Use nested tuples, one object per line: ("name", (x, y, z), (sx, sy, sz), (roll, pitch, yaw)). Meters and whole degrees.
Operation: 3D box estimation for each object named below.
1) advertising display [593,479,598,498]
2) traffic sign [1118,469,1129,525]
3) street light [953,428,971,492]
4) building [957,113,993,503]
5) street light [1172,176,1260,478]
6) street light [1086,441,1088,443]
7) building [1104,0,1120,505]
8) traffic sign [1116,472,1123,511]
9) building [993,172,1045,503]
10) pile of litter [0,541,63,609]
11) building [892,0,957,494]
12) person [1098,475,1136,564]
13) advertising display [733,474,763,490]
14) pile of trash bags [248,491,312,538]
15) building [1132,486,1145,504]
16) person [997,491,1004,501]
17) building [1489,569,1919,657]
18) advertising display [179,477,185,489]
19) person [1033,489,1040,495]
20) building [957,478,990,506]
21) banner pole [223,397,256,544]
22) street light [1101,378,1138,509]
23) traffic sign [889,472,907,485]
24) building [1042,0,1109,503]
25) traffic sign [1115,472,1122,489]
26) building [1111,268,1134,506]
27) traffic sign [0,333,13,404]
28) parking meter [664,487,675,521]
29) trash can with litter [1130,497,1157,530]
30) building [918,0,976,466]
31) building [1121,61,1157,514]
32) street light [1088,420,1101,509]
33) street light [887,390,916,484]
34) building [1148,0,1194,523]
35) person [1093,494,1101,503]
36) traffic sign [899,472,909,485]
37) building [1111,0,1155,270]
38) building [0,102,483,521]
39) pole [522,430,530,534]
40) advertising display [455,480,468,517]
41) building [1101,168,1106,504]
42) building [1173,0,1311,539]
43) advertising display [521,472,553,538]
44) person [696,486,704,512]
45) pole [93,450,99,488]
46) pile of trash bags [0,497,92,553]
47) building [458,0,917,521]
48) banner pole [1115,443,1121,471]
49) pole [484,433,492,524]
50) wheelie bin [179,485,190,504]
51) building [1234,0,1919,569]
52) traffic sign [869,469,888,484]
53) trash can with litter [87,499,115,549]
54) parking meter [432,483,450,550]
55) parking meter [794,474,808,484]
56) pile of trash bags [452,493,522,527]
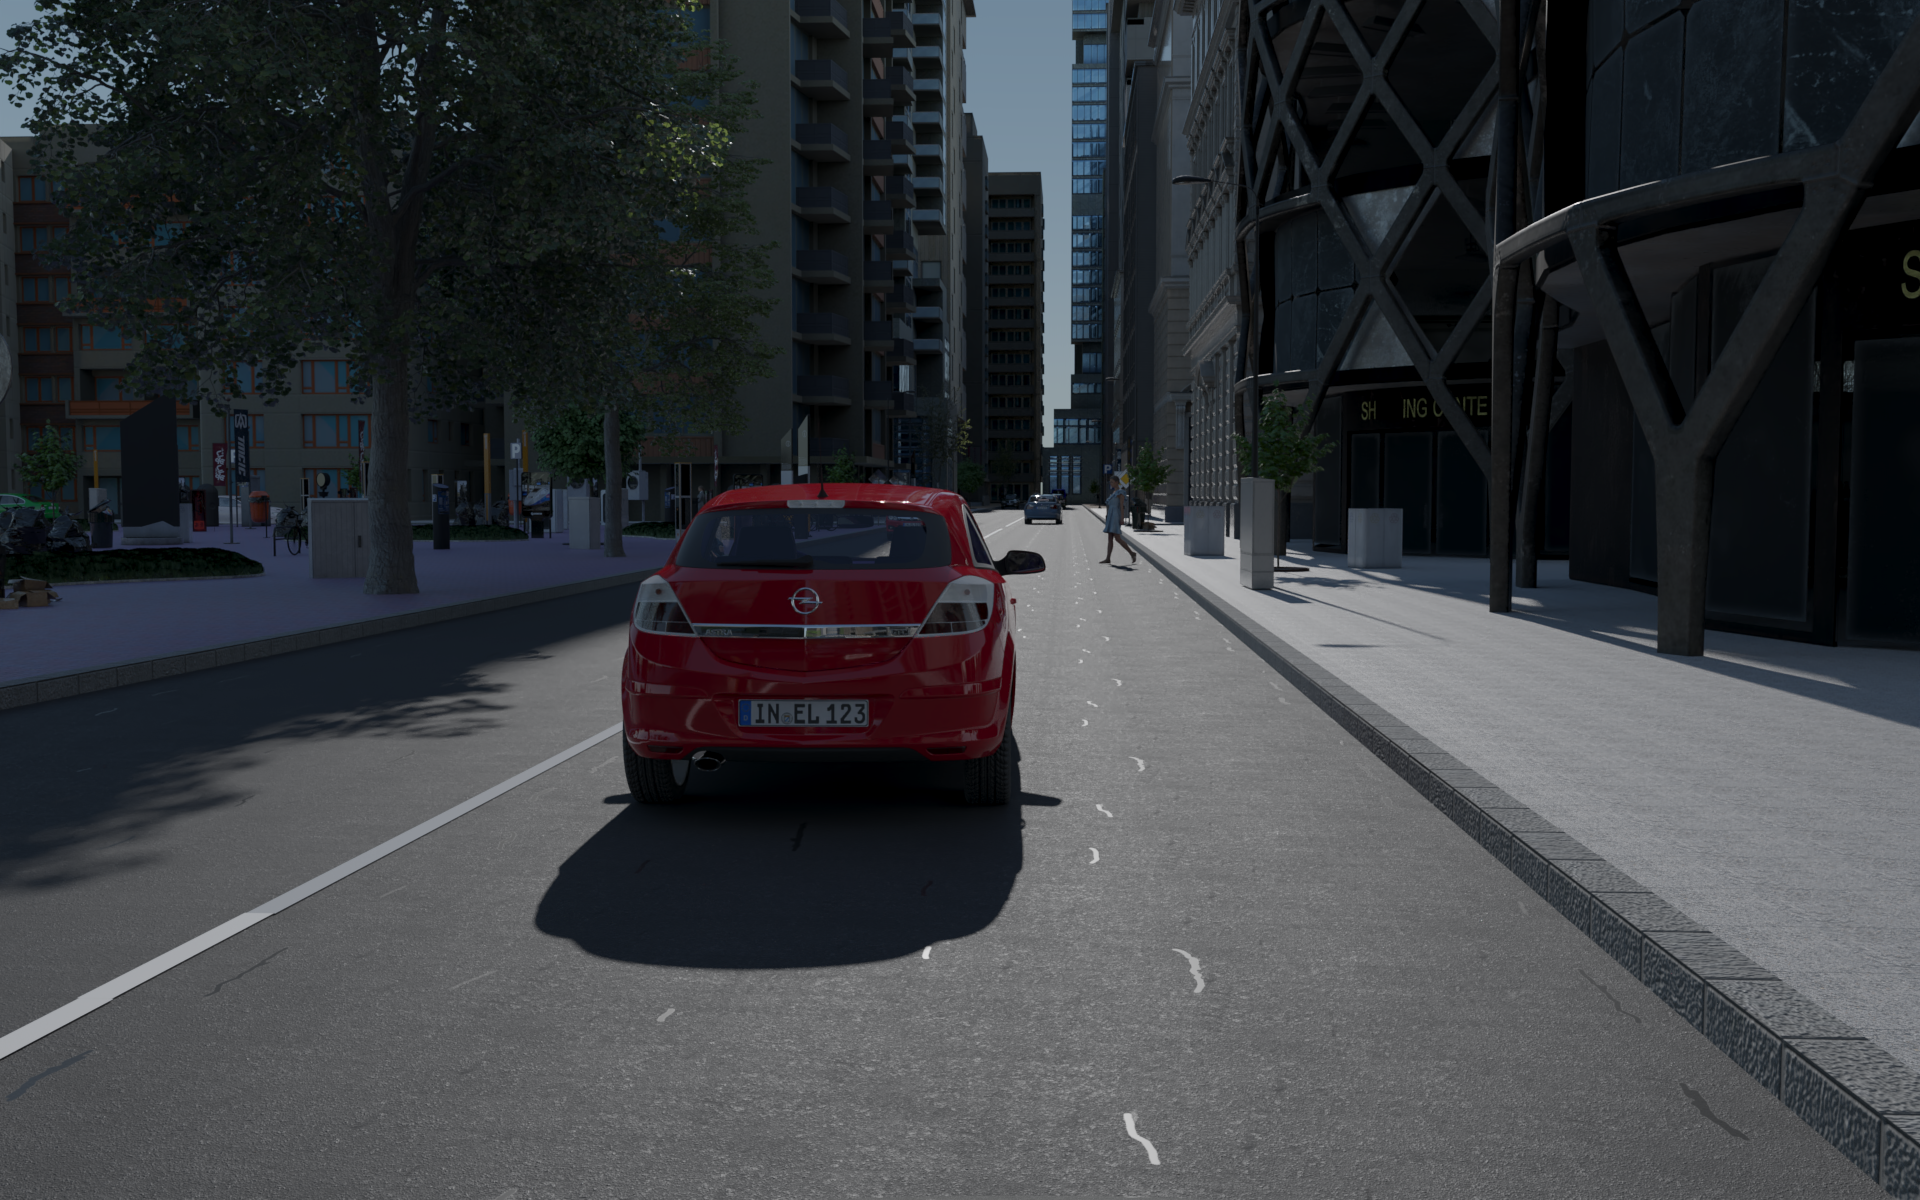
("advertising display", (-13.698, -3.574, 63.641), (0.123, 1.923, 0.974), (3, 4, 36))
("traffic sign", (6.629, -4.011, 69.222), (0.795, 2.450, 0.064), (0, 4, 4))
("street light", (0.058, -9.100, 121.326), (1.470, 5.913, 1.316), (0, 4, 4))
("building", (-7.449, -36.329, 217.680), (21.600, 48.544, 21.300), (0, 4, 4))
("street light", (3.790, -3.233, 25.400), (1.470, 5.913, 1.316), (0, 4, 4))
("street light", (11.748, -10.985, 152.140), (1.470, 5.913, 1.316), (0, 4, 4))
("building", (27.041, -40.040, 196.652), (21.231, 58.520, 28.212), (0, 4, 4))
("traffic sign", (7.129, -4.498, 77.192), (0.795, 2.450, 0.064), (0, 4, 4))
("building", (1.185, -38.168, 247.748), (21.600, 48.544, 21.300), (0, 4, 4))
("pile of litter", (-10.937, -0.365, 19.932), (1.176, 0.858, 1.719), (1, 4, 11))
("building", (-11.032, -49.934, 129.096), (22.319, 86.520, 31.000), (0, 4, 4))
("person", (3.218, -1.646, 35.500), (0.778, 1.811, 0.616), (0, 4, -5))
("advertising display", (-6.763, -3.065, 55.324), (0.974, 1.923, 0.123), (-2, 4, -24))
("pile of trash bags", (-19.846, -2.581, 51.953), (1.912, 1.369, 3.447), (2, 4, 27))
("building", (17.414, -15.867, 124.059), (10.561, 19.102, 19.286), (0, 4, 4))
("person", (5.694, -13.851, 234.599), (1.348, 1.869, 0.705), (2, 4, 25))
("building", (13.782, -9.136, 16.820), (16.820, 18.784, 16.811), (0, 4, 4))
("advertising display", (-28.818, -3.593, 63.959), (0.123, 1.923, 0.974), (0, 4, -6))
("person", (5.631, -7.313, 128.266), (0.606, 1.804, 0.583), (-1, 4, -14))
("building", (-13.071, -30.653, 193.061), (32.217, 40.220, 23.993), (0, 4, 4))
("banner pole", (-18.688, -3.349, 44.780), (0.401, 3.779, 0.863), (2, 4, 26))
("street light", (6.505, -5.911, 69.181), (1.470, 5.913, 1.316), (0, 4, 4))
("traffic sign", (-2.794, -4.538, 77.833), (0.795, 2.450, 0.064), (0, 4, 4))
("building", (27.465, -57.050, 245.441), (31.000, 86.520, 22.319), (0, 4, 4))
("traffic sign", (7.271, -4.656, 78.251), (0.606, 2.300, 0.079), (0, 4, 4))
("building", (17.525, -17.959, 142.772), (9.793, 20.994, 18.267), (0, 4, 4))
("traffic sign", (-7.018, -0.738, 12.177), (0.768, 2.556, 0.104), (0, 4, 7))
("parking meter", (-9.850, -3.086, 58.865), (0.372, 1.533, 0.369), (0, 3, 0))
("trash can with litter", (6.630, -3.111, 62.258), (0.624, 1.170, 1.055), (-3, 5, -45))
("building", (-13.396, -35.327, 166.838), (28.713, 52.752, 27.495), (0, 4, 4))
("building", (17.022, -18.878, 102.166), (14.314, 27.812, 24.014), (0, 4, 4))
("street light", (8.957, -8.339, 108.882), (1.470, 5.913, 1.316), (0, 4, 4))
("street light", (-2.679, -6.428, 77.644), (1.470, 5.913, 1.316), (0, 4, 4))
("building", (19.304, -18.152, 82.682), (20.117, 28.700, 13.634), (0, 4, 4))
("person", (18.504, -13.646, 232.428), (1.217, 1.723, 0.721), (1, 4, 13))
("traffic sign", (-2.680, -4.863, 81.634), (0.606, 2.300, 0.079), (1, 4, 10))
("building", (29.288, -35.449, 168.831), (28.713, 52.752, 27.495), (0, 4, 4))
("building", (-40.170, -15.252, 94.407), (28.899, 21.520, 27.650), (0, 4, 4))
("pole", (-13.855, -3.757, 55.273), (0.158, 3.312, 0.155), (0, 3, 0))
("advertising display", (-22.646, -4.492, 78.657), (0.123, 1.923, 0.974), (1, 4, 12))
("building", (24.937, -32.757, 219.166), (14.154, 41.232, 14.086), (0, 4, 4))
("building", (13.151, -13.983, 57.502), (11.050, 23.489, 19.941), (0, 4, 4))
("advertising display", (-12.273, -2.755, 50.259), (0.974, 1.923, 0.123), (1, 4, 17))
("person", (-11.208, -3.993, 74.054), (0.573, 1.790, 0.520), (-1, 4, -11))
("pole", (-39.645, -5.240, 79.515), (0.158, 3.312, 0.155), (0, 3, 0))
("pile of trash bags", (-16.990, -1.258, 30.316), (1.912, 1.369, 3.447), (1, 4, 14))
("building", (-14.020, -26.789, 92.620), (22.147, 44.769, 28.867), (0, 4, 4))
("banner pole", (7.697, -5.783, 84.571), (0.401, 3.779, 0.863), (-1, 4, -20))
("pole", (-15.919, -3.946, 58.365), (0.158, 3.312, 0.155), (0, 3, 0))
("wheelie bin", (-27.514, -3.246, 60.975), (0.693, 1.594, 0.980), (-3, 5, -42))
("building", (14.683, -10.503, 39.171), (16.820, 18.784, 16.811), (0, 4, 4))
("traffic sign", (-3.294, -4.050, 69.864), (0.795, 2.450, 0.064), (0, 4, 4))
("trash can with litter", (-20.518, -1.801, 40.838), (1.055, 1.170, 0.624), (-1, 4, -17))
("parking meter", (-12.043, -1.944, 40.200), (0.372, 1.533, 0.369), (0, 3, 0))
("parking meter", (-4.546, -2.671, 49.387), (0.399, 1.863, 0.255), (0, 4, 8))
("pile of trash bags", (-18.243, -3.538, 67.598), (3.447, 1.369, 1.912), (3, 4, 37))
